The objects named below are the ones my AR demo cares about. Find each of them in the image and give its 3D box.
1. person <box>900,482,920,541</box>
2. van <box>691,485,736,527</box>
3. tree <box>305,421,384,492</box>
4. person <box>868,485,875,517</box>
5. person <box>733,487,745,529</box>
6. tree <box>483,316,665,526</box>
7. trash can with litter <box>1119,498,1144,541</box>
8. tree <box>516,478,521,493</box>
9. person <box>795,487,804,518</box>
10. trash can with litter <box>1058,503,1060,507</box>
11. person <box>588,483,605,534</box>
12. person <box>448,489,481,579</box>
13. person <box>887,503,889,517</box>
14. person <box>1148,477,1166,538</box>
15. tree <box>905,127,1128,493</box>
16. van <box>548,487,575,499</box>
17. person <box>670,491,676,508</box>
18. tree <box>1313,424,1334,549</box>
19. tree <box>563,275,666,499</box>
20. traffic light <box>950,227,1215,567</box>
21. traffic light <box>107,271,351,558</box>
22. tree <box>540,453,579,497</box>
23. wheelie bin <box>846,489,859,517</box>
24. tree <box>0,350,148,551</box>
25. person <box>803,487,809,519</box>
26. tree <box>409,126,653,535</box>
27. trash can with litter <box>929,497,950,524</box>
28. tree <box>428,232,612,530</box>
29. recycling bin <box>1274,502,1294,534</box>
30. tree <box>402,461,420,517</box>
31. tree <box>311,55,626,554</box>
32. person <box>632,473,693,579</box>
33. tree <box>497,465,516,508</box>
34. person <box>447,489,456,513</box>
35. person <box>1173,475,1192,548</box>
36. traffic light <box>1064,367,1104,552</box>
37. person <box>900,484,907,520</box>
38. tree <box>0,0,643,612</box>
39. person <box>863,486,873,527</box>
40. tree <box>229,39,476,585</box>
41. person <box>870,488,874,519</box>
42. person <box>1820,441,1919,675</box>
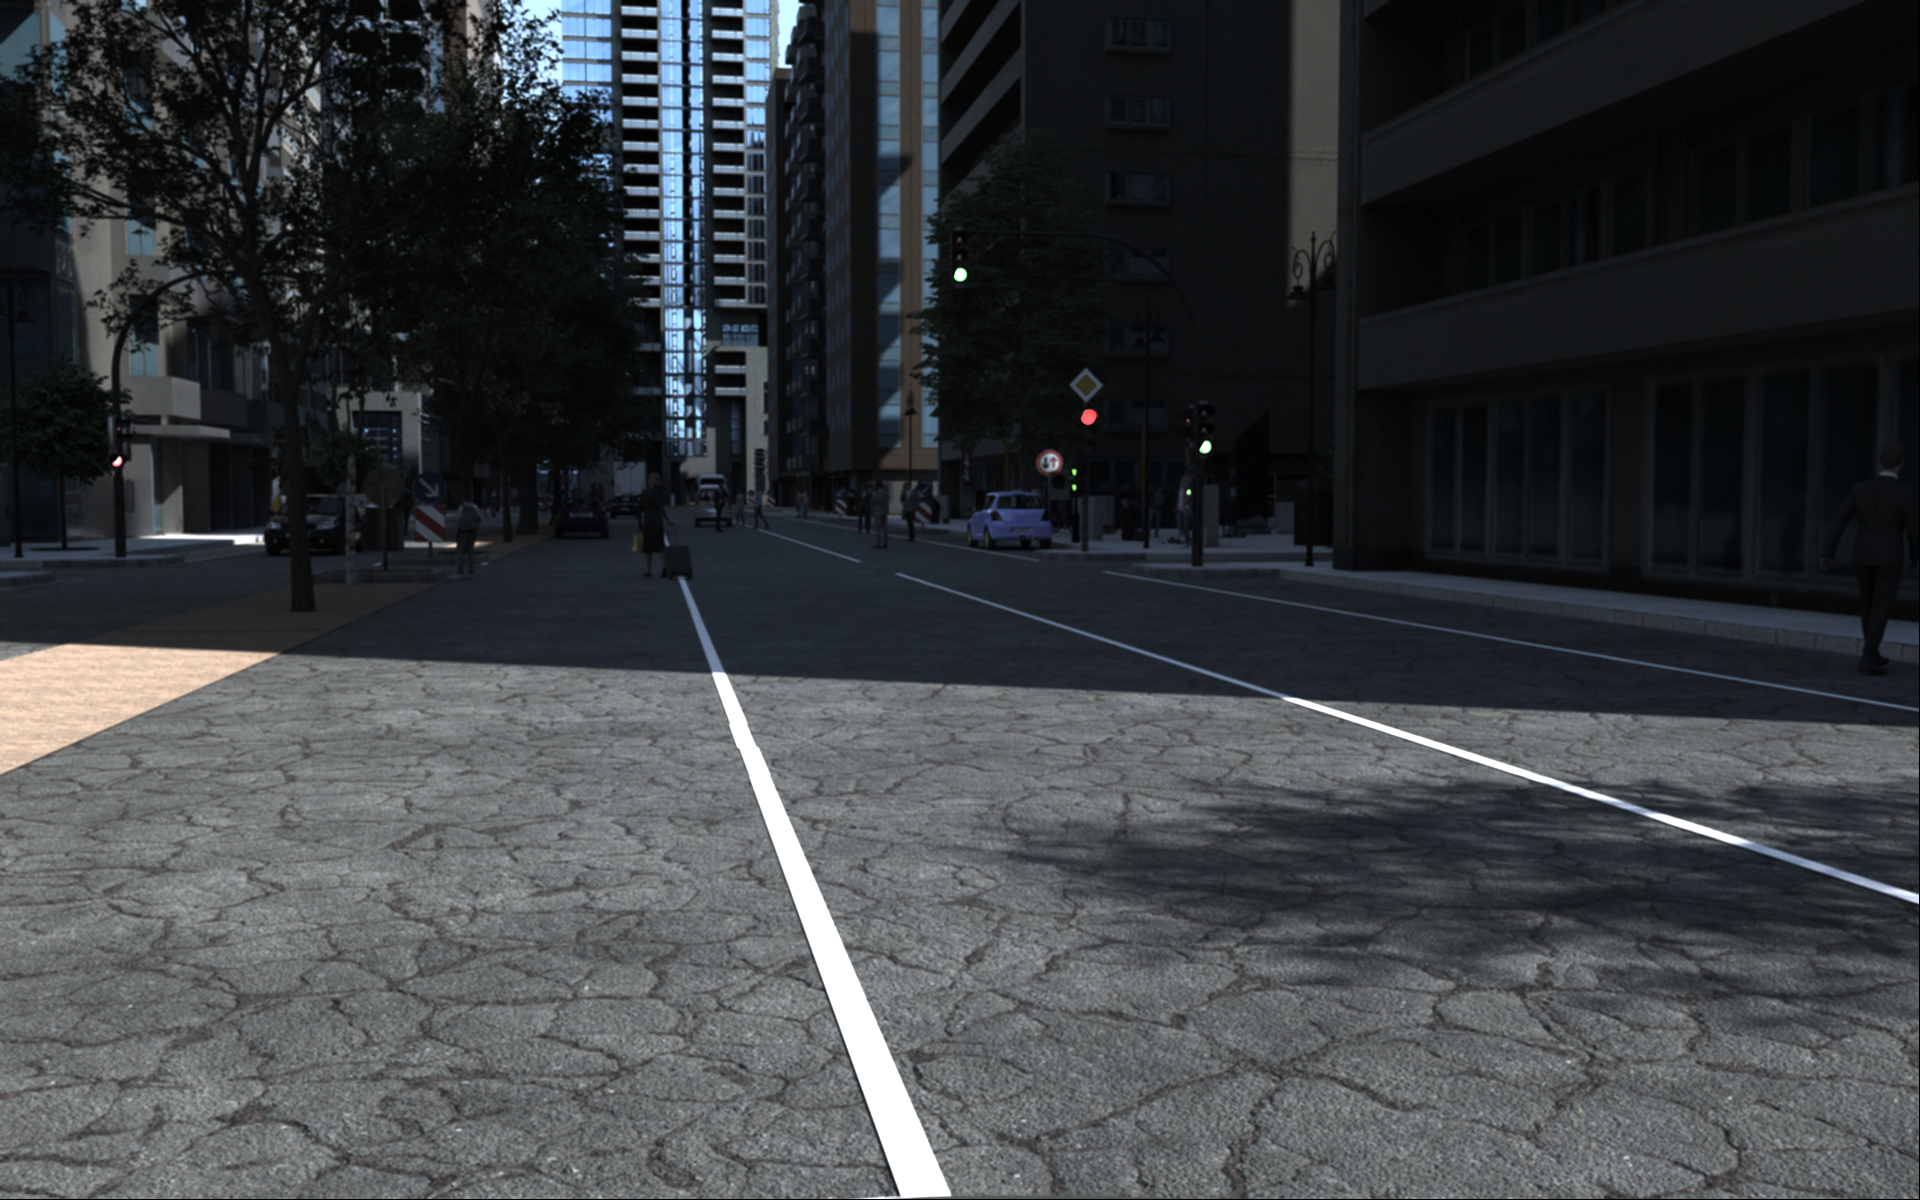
[{"bbox_3d":[-1.516,-2.685,52.575,0.473,1.802,0.592,-2,4,-33],"label":"person"},{"bbox_3d":[-11.030,-4.306,77.411,2.013,2.044,4.112,-1,4,-8],"label":"van"},{"bbox_3d":[-27.474,-5.724,77.306,4.285,4.588,4.351,0,3,0],"label":"tree"},{"bbox_3d":[-5.002,-5.516,96.418,0.473,1.802,0.592,-2,4,-24],"label":"person"},{"bbox_3d":[-9.037,-3.780,71.051,0.466,1.731,0.760,0,4,5],"label":"person"},{"bbox_3d":[-18.131,-9.680,77.730,9.611,12.733,9.660,0,3,0],"label":"tree"},{"bbox_3d":[4.823,-2.206,47.459,0.624,1.170,1.055,-2,4,-27],"label":"trash can with litter"},{"bbox_3d":[-45.605,-11.399,180.975,1.663,3.219,1.824,0,3,0],"label":"tree"},{"bbox_3d":[-9.477,-5.721,101.944,0.656,1.842,0.836,2,4,27],"label":"person"},{"bbox_3d":[3.316,-3.442,67.657,1.055,1.170,0.624,-1,4,-20],"label":"trash can with litter"},{"bbox_3d":[-12.928,-3.265,61.864,0.573,1.828,0.580,3,4,38],"label":"person"},{"bbox_3d":[-8.353,-1.110,29.250,0.523,1.515,0.503,0,4,6],"label":"person"},{"bbox_3d":[-4.203,-5.343,98.063,0.373,1.253,0.362,2,4,27],"label":"person"},{"bbox_3d":[5.758,-2.729,51.005,0.623,1.781,0.721,0,4,5],"label":"person"},{"bbox_3d":[1.802,-8.327,54.266,7.486,12.596,7.792,0,3,0],"label":"tree"},{"bbox_3d":[-34.440,-8.919,150.211,2.240,2.365,5.245,-1,4,-10],"label":"van"},{"bbox_3d":[-30.233,-10.602,182.508,0.551,1.740,0.621,-1,4,-18],"label":"person"},{"bbox_3d":[9.055,-2.836,40.962,1.663,3.219,1.824,0,3,0],"label":"tree"},{"bbox_3d":[-20.178,-10.739,88.402,12.009,13.543,11.850,0,3,0],"label":"tree"},{"bbox_3d":[2.142,-3.394,30.153,4.771,5.953,1.251,-1,4,-10],"label":"traffic light"},{"bbox_3d":[-14.931,-3.712,35.361,4.771,5.953,1.251,-1,4,-10],"label":"traffic light"},{"bbox_3d":[-21.867,-8.797,96.650,4.360,8.622,3.978,0,3,0],"label":"tree"},{"bbox_3d":[-6.121,-5.540,98.482,0.693,1.594,0.980,-1,4,-18],"label":"wheelie bin"},{"bbox_3d":[-20.553,-3.430,39.799,4.285,4.588,4.351,0,3,0],"label":"tree"},{"bbox_3d":[-8.770,-5.491,98.290,0.388,1.821,0.555,-1,4,-16],"label":"person"},{"bbox_3d":[-15.224,-9.251,60.367,9.857,13.997,8.962,0,3,0],"label":"tree"},{"bbox_3d":[-0.884,-3.875,74.739,1.055,1.170,0.624,0,4,-2],"label":"trash can with litter"},{"bbox_3d":[-17.205,-9.085,69.129,7.486,12.596,7.792,0,3,0],"label":"tree"},{"bbox_3d":[10.628,-2.667,56.158,0.722,1.027,0.722,0,4,-3],"label":"recycling bin"},{"bbox_3d":[-31.186,-6.386,99.016,1.663,3.219,1.824,0,3,0],"label":"tree"},{"bbox_3d":[-11.698,-6.891,40.873,9.928,11.665,9.643,0,3,0],"label":"tree"},{"bbox_3d":[-5.121,-1.279,29.624,0.699,1.804,1.509,-2,4,-26],"label":"person"},{"bbox_3d":[-41.924,-12.710,158.164,4.360,8.622,3.978,0,3,0],"label":"tree"},{"bbox_3d":[-34.053,-6.631,115.932,0.593,1.643,0.415,-3,4,-38],"label":"person"},{"bbox_3d":[5.397,-2.122,41.411,0.731,1.740,0.598,3,5,40],"label":"person"},{"bbox_3d":[2.767,-3.034,38.522,0.839,4.253,0.868,-1,4,-10],"label":"traffic light"},{"bbox_3d":[-2.709,-4.952,87.214,0.583,1.804,0.606,-1,4,-22],"label":"person"},{"bbox_3d":[-8.017,-5.150,21.067,8.767,10.594,7.601,-1,4,-10],"label":"tree"},{"bbox_3d":[-3.987,-4.019,74.397,0.419,1.800,0.721,2,4,33],"label":"person"},{"bbox_3d":[-9.558,-4.538,27.016,4.360,8.622,3.978,0,3,0],"label":"tree"},{"bbox_3d":[-4.448,-4.880,87.643,0.330,1.601,0.589,-2,4,-31],"label":"person"},{"bbox_3d":[7.383,-0.342,13.876,0.755,1.850,0.659,-3,4,-38],"label":"person"}]
